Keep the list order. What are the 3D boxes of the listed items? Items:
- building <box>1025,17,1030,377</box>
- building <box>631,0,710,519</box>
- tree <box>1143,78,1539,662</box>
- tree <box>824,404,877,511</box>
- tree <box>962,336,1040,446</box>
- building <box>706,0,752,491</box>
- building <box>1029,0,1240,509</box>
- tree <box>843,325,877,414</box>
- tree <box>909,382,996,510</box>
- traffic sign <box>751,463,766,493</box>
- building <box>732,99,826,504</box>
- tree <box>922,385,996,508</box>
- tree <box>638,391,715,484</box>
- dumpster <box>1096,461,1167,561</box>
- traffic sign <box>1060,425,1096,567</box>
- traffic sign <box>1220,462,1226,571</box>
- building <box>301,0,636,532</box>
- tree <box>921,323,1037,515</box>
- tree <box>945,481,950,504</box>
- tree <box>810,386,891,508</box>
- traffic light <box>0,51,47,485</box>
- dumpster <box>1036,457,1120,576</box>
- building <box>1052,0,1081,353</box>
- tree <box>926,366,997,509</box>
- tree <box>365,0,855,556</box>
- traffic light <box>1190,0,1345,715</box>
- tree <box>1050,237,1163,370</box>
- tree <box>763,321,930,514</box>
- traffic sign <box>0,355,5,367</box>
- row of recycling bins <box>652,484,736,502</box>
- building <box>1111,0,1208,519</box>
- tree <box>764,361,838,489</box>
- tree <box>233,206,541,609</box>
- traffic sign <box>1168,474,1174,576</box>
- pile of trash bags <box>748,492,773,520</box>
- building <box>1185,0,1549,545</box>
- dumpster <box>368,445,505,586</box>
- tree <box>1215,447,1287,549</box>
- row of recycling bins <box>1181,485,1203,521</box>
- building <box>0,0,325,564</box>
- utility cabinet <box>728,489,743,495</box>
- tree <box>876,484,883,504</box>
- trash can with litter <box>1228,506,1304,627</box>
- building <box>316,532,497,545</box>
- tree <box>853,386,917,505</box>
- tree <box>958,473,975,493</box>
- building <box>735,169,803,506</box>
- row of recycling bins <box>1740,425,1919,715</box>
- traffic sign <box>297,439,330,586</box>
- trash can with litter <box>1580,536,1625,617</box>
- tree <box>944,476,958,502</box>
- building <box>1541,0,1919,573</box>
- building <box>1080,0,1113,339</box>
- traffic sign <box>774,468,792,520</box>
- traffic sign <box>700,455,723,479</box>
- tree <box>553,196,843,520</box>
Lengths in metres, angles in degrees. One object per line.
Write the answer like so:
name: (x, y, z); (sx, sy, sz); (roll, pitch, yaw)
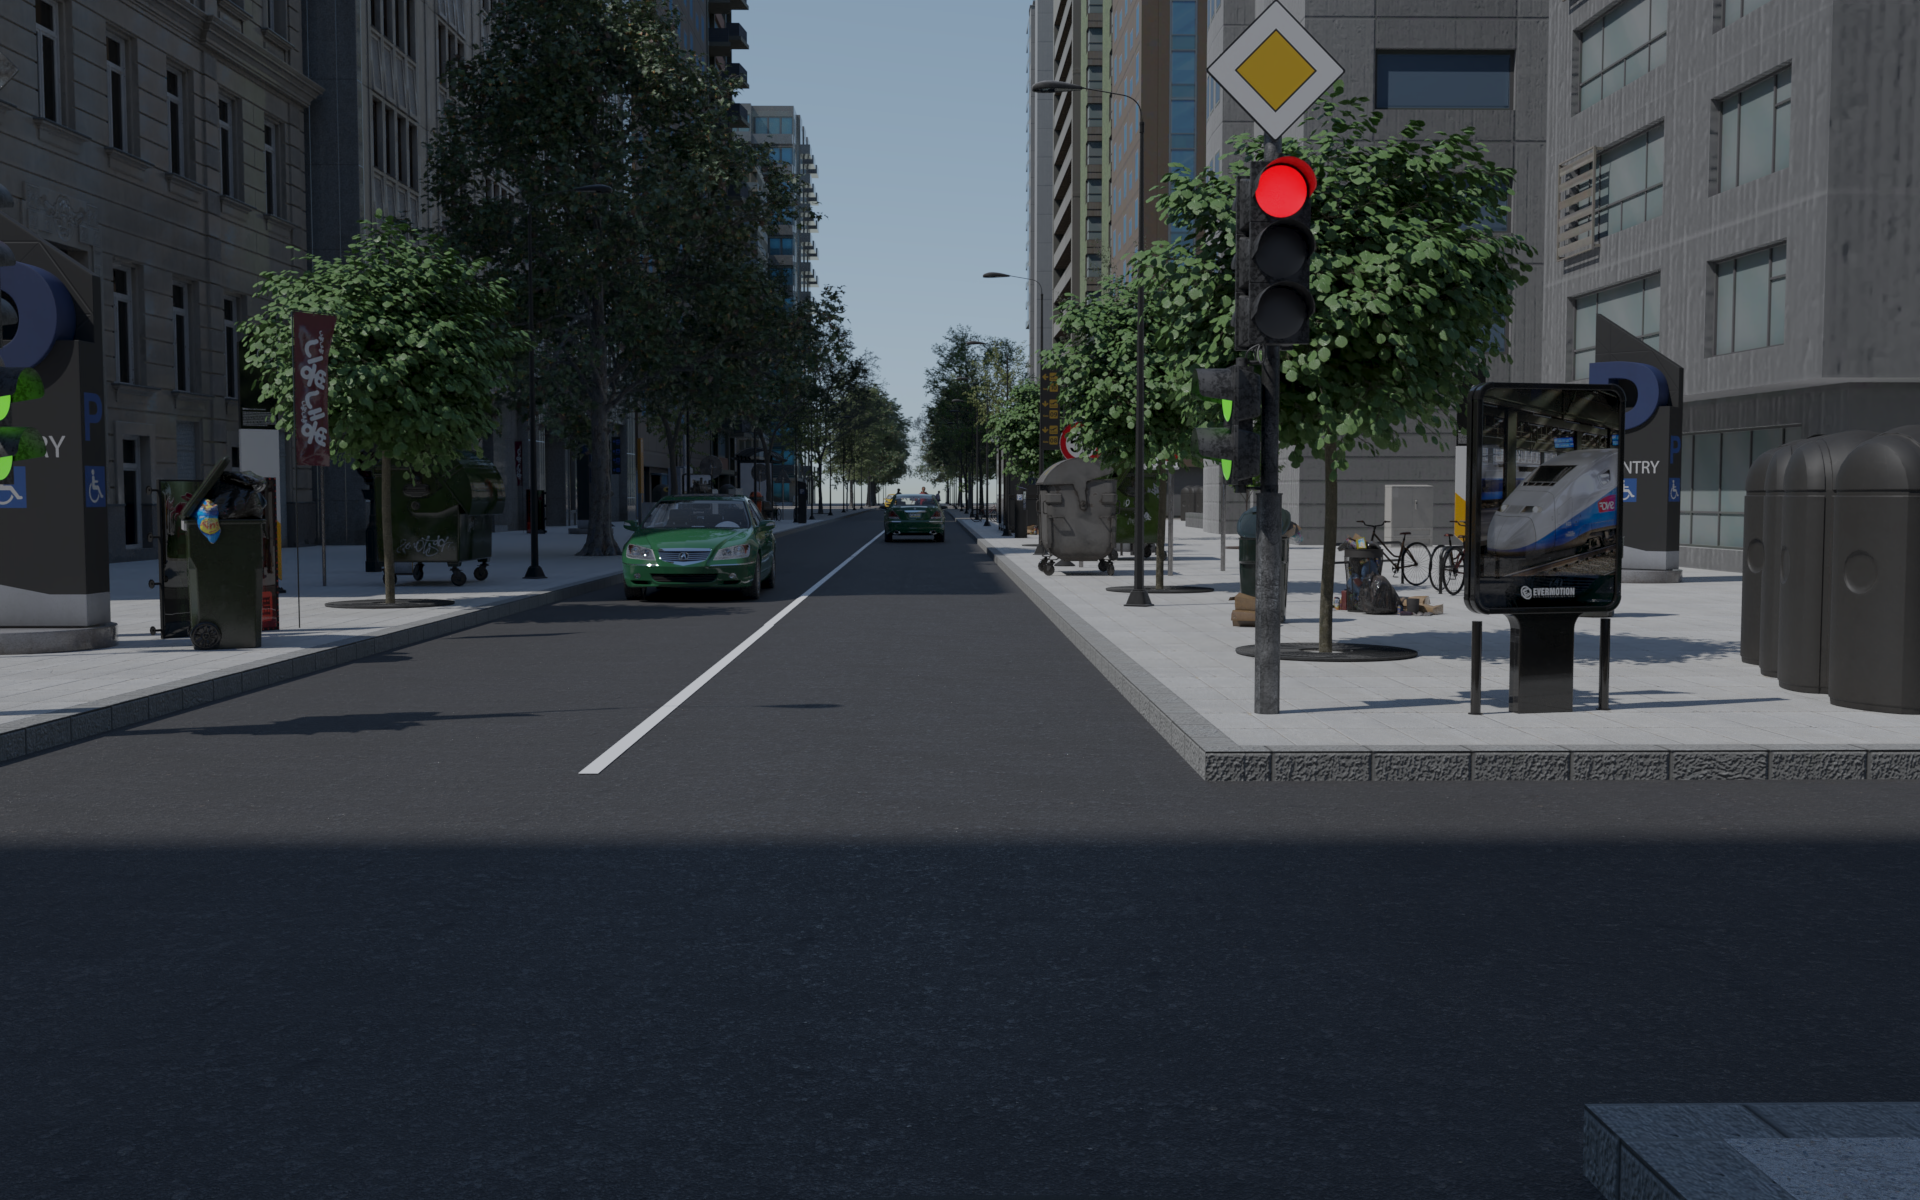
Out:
building: (17.523, -55.940, 227.292); (22.319, 86.520, 31.000); (0, 4, -1)
building: (-23.247, -27.866, 105.723); (14.600, 45.320, 14.200); (0, 4, -1)
tree: (2.867, -1.835, 13.722); (4.285, 4.588, 4.351); (0, 3, 0)
tree: (-8.372, -10.952, 129.434); (4.360, 8.622, 3.978); (0, 3, 0)
tree: (2.313, -8.032, 81.680); (4.737, 8.622, 4.395); (0, 3, 0)
building: (-27.297, -28.937, 127.752); (22.147, 44.769, 28.867); (0, 4, -1)
building: (18.422, -40.144, 198.355); (21.231, 58.520, 28.212); (0, 4, -1)
tree: (-7.176, -8.050, 66.030); (8.767, 10.594, 7.601); (0, 4, 7)
tree: (0.479, -12.416, 137.410); (8.767, 10.594, 7.601); (-1, 4, -19)
traffic sign: (-8.304, -4.389, 71.860); (0.768, 2.556, 0.104); (1, 4, 9)
building: (-29.118, -36.445, 215.487); (23.786, 49.044, 30.456); (0, 4, -1)
tree: (0.120, -15.373, 168.354); (9.611, 12.733, 9.660); (0, 3, 0)
tree: (-12.373, -7.684, 75.995); (4.737, 8.622, 4.395); (0, 3, 0)
dumpster: (3.334, -1.924, 33.955); (1.502, 2.255, 1.985); (0, 4, -1)
traffic sign: (2.119, -1.842, 30.224); (0.768, 2.556, 0.104); (0, 4, 5)
traffic sign: (4.377, -1.753, 28.760); (0.768, 2.556, 0.104); (0, 4, 3)
building: (-21.364, -15.545, 72.185); (12.078, 24.808, 19.932); (0, 4, -1)
tree: (1.189, -11.043, 106.314); (9.928, 11.665, 9.643); (0, 3, 0)
tree: (-1.643, -19.003, 221.074); (12.009, 13.543, 11.850); (0, 3, 0)
tree: (-10.021, -14.657, 157.767); (7.486, 12.596, 7.792); (0, 3, 0)
traffic light: (-5.731, -1.282, 9.880); (0.839, 4.253, 0.868); (0, 4, -1)
dumpster: (1.894, -1.349, 27.809); (1.264, 1.857, 1.865); (0, 4, -1)
building: (18.997, -31.714, 142.233); (21.300, 48.544, 21.600); (0, 4, -1)
tree: (0.443, -14.283, 151.658); (7.486, 12.596, 7.792); (0, 3, 0)
tree: (-7.457, -7.274, 35.936); (9.611, 12.733, 9.660); (0, 3, 0)
traffic light: (1.779, -1.291, 10.028); (0.839, 4.253, 0.868); (0, 4, -1)
tree: (4.628, -5.998, 48.434); (4.360, 8.622, 3.978); (0, 3, 0)
tree: (-9.086, -12.312, 111.669); (12.009, 13.543, 11.850); (0, 3, 0)
traffic sign: (-7.764, -0.816, 13.444); (0.768, 2.556, 0.104); (0, 4, 3)
row of recycling bins: (-11.071, -3.991, 72.362); (3.534, 1.692, 1.069); (-1, 4, -11)
building: (16.067, -27.275, 96.054); (14.600, 45.320, 14.200); (0, 4, -1)
tree: (-8.349, -8.663, 92.002); (4.737, 8.622, 4.395); (0, 3, 0)
tree: (-6.526, -2.217, 19.955); (4.285, 4.588, 4.351); (0, 3, 0)
traffic sign: (3.298, -1.650, 27.083); (0.768, 2.556, 0.104); (0, 4, 7)
pile of trash bags: (-7.712, -3.242, 62.766); (1.912, 1.369, 3.447); (-1, 4, -21)
building: (18.717, -31.421, 55.728); (21.231, 58.520, 28.212); (0, 4, -1)
dumpster: (-7.477, -1.361, 24.745); (1.502, 2.255, 1.985); (0, 4, -1)
tree: (6.713, -2.797, 40.340); (1.663, 3.219, 1.824); (0, 3, 0)
row of recycling bins: (11.419, -4.541, 81.358); (1.069, 1.692, 3.534); (-1, 4, -21)
building: (-21.308, -14.218, 29.731); (12.463, 27.353, 25.104); (0, 4, -1)
utility cabinet: (-9.024, -3.729, 69.643); (0.318, 1.500, 1.173); (0, 4, 7)
tree: (-11.226, -14.346, 229.153); (1.663, 3.219, 1.824); (0, 3, 0)
trash can with litter: (3.004, -0.347, 17.062); (0.624, 1.170, 1.055); (1, 4, 19)
building: (-20.993, -14.329, 52.294); (12.078, 24.808, 19.932); (0, 4, -1)
tree: (-10.318, -18.570, 210.267); (9.857, 13.997, 8.962); (0, 3, 0)
tree: (0.767, -10.024, 158.492); (1.663, 3.219, 1.824); (0, 3, 0)
building: (-33.653, -30.324, 187.679); (32.217, 40.220, 23.993); (0, 4, -1)
row of recycling bins: (5.995, -0.279, 11.681); (1.069, 1.692, 3.534); (1, 4, 14)
traffic sign: (-8.854, -1.400, 24.068); (0.795, 2.450, 0.064); (0, 4, 7)
trash can with litter: (6.454, -0.422, 18.293); (0.624, 1.170, 1.055); (-2, 4, -32)
tree: (-1.338, -17.396, 234.781); (4.360, 8.622, 3.978); (0, 3, 0)
building: (18.652, -21.003, 26.996); (14.086, 41.232, 14.154); (0, 4, -1)
building: (15.510, -26.972, 124.583); (14.154, 41.232, 14.086); (0, 4, -1)
traffic sign: (-8.737, -5.226, 85.443); (0.884, 2.594, 0.081); (0, 4, 6)
traffic sign: (-8.206, -3.485, 57.082); (0.768, 2.556, 0.104); (0, 4, 4)
tree: (-8.079, -7.037, 49.470); (8.767, 10.594, 7.601); (0, 3, 0)
